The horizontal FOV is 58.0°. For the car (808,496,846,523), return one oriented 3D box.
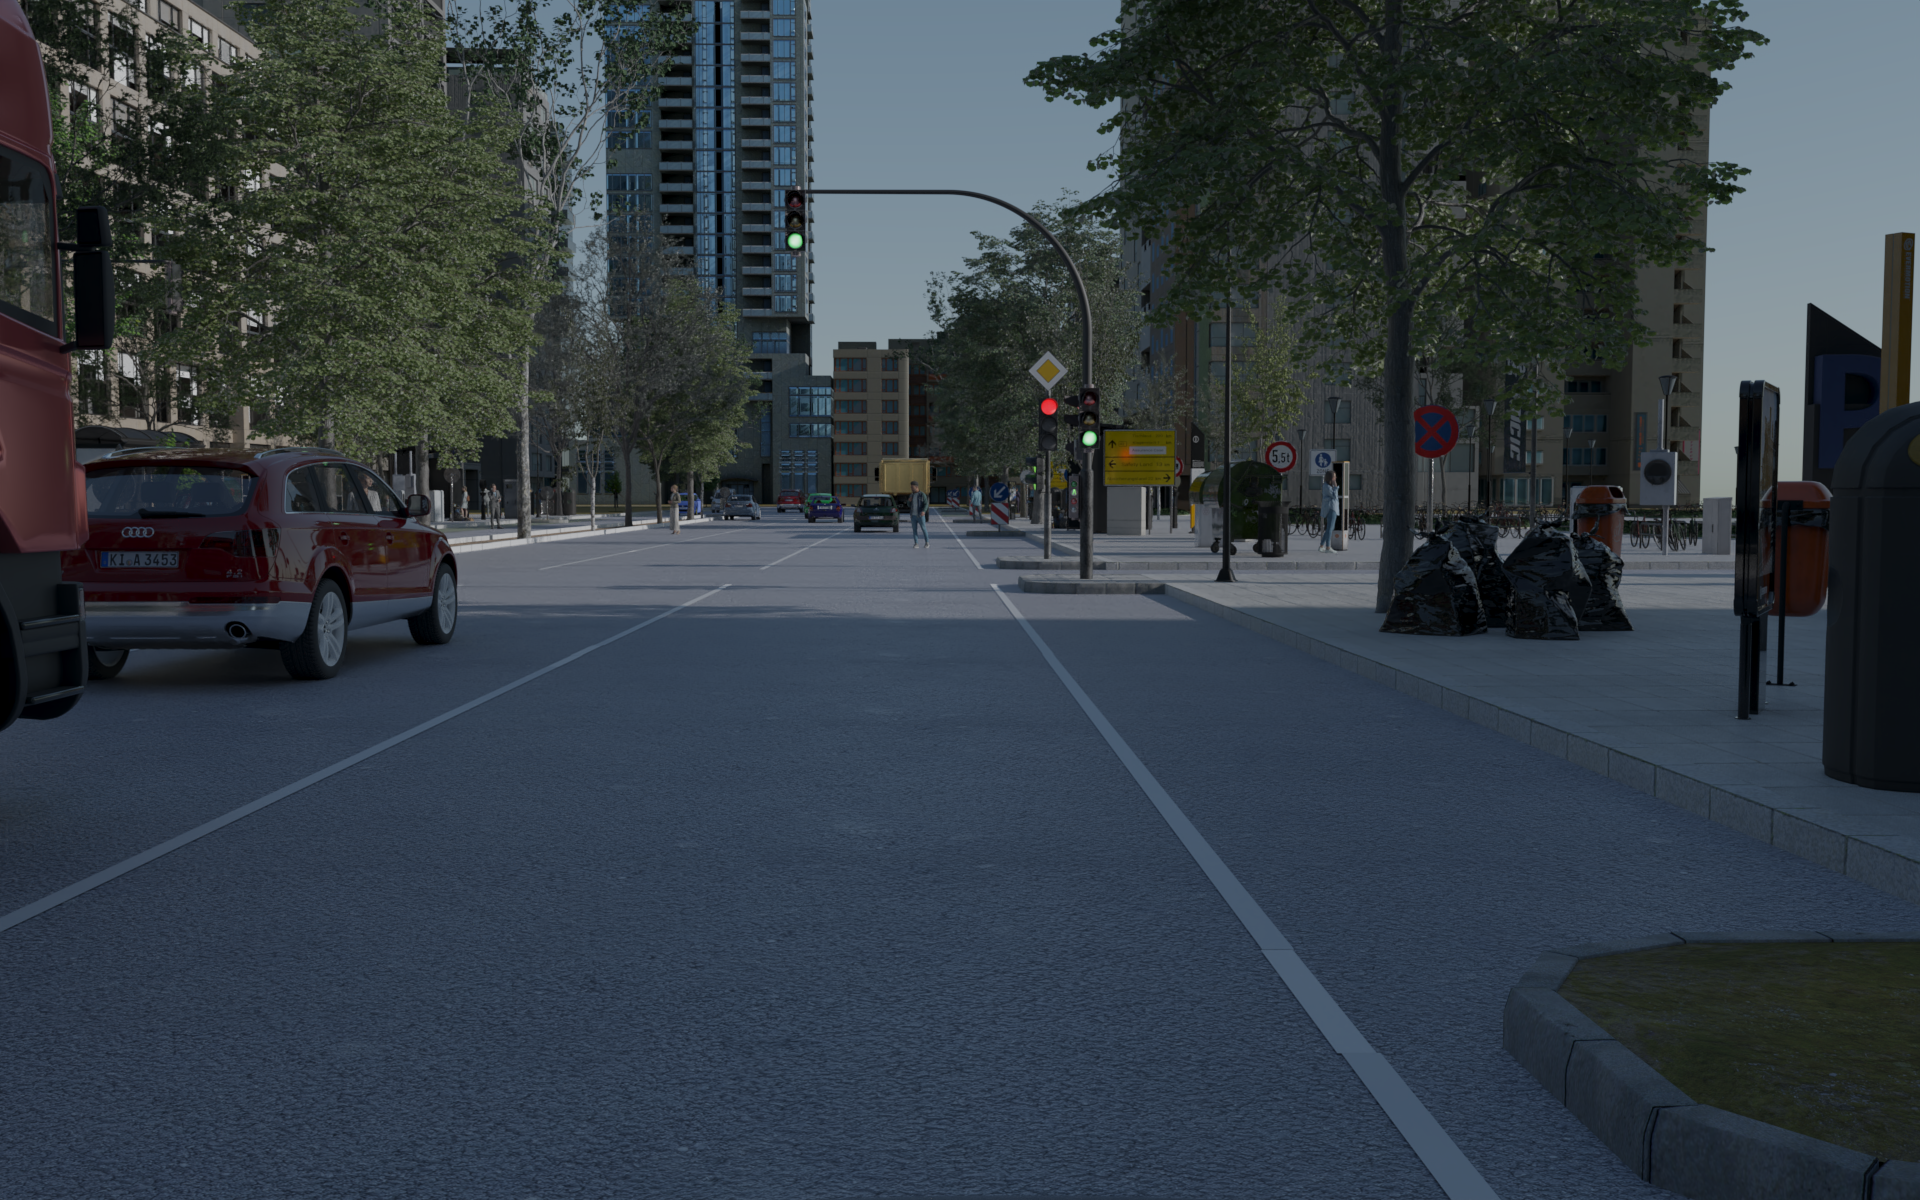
[{"bbox_3d":[-6.711,-4.553,87.028,1.945,1.354,3.894,0,4,-2],"label":"car"}]

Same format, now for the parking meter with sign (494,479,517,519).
[{"bbox_3d":[-23.238,-5.709,89.608,1.738,3.016,0.543,-1,4,-9],"label":"parking meter with sign"}]

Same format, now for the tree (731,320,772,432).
[{"bbox_3d":[-26.026,-20.079,184.185,12.611,20.169,13.585,0,3,0],"label":"tree"}]

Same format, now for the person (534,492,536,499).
[{"bbox_3d":[-28.639,-6.662,118.160,0.799,1.438,0.628,-3,5,-39],"label":"person"}]

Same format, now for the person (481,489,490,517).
[{"bbox_3d":[-27.082,-5.658,98.732,0.466,1.800,0.511,3,5,41],"label":"person"}]

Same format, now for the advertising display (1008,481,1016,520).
[{"bbox_3d":[2.601,-4.982,86.673,0.123,1.923,0.974,1,4,22],"label":"advertising display"}]

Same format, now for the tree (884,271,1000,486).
[{"bbox_3d":[0.006,-17.904,148.625,12.611,20.169,13.585,0,3,0],"label":"tree"}]

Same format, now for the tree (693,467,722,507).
[{"bbox_3d":[-24.765,-11.354,169.350,4.285,4.588,4.351,0,3,0],"label":"tree"}]

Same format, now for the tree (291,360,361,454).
[{"bbox_3d":[-32.216,-8.449,88.502,4.737,8.622,4.395,0,3,0],"label":"tree"}]

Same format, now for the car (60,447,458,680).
[{"bbox_3d":[-5.888,-0.381,14.902,2.281,1.827,5.304,0,4,-1],"label":"car"}]

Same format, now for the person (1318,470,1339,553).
[{"bbox_3d":[8.018,-1.919,37.676,0.793,1.790,0.793,-1,4,-22],"label":"person"}]

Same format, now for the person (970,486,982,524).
[{"bbox_3d":[0.796,-4.650,84.387,0.638,1.841,0.748,-1,4,-22],"label":"person"}]

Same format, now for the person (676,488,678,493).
[{"bbox_3d":[-16.213,-5.498,98.660,0.793,1.790,0.793,-1,4,-14],"label":"person"}]

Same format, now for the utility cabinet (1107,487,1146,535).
[{"bbox_3d":[5.110,-2.721,53.171,1.173,1.500,0.318,2,4,32],"label":"utility cabinet"}]

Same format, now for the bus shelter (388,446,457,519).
[{"bbox_3d":[-26.815,-5.830,86.603,1.731,3.624,6.357,0,4,-1],"label":"bus shelter"}]

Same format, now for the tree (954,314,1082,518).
[{"bbox_3d":[3.526,-10.267,93.618,9.928,11.665,9.643,0,3,0],"label":"tree"}]

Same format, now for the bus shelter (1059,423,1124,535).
[{"bbox_3d":[4.343,-4.077,57.942,1.731,3.624,6.357,0,4,-1],"label":"bus shelter"}]

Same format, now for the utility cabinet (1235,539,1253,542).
[{"bbox_3d":[7.634,-2.318,46.573,0.318,1.500,1.173,1,4,20],"label":"utility cabinet"}]

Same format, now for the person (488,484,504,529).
[{"bbox_3d":[-18.939,-3.818,70.724,0.447,1.846,0.655,3,5,40],"label":"person"}]

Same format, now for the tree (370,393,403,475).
[{"bbox_3d":[-32.231,-8.833,94.785,4.360,8.622,3.978,0,3,0],"label":"tree"}]

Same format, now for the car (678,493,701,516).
[{"bbox_3d":[-18.203,-6.459,115.188,1.945,1.707,3.694,0,4,-2],"label":"car"}]

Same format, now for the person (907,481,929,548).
[{"bbox_3d":[-1.124,-2.271,45.985,0.623,1.781,0.721,1,4,16],"label":"person"}]

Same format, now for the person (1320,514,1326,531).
[{"bbox_3d":[12.743,-3.268,59.664,0.728,1.800,0.709,1,4,19],"label":"person"}]

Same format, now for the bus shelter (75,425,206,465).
[{"bbox_3d":[-25.402,-3.644,53.498,2.014,3.302,5.546,0,4,-1],"label":"bus shelter"}]

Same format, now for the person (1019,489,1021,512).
[{"bbox_3d":[4.222,-6.933,119.957,0.990,1.755,0.434,0,4,-8],"label":"person"}]

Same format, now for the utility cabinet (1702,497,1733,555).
[{"bbox_3d":[16.174,-1.582,37.032,0.306,1.237,1.020,0,4,6],"label":"utility cabinet"}]

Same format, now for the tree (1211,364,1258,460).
[{"bbox_3d":[14.933,-9.074,98.717,4.360,8.622,3.978,0,3,0],"label":"tree"}]

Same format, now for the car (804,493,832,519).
[{"bbox_3d":[-8.154,-5.672,101.540,1.959,1.807,4.718,0,4,-2],"label":"car"}]

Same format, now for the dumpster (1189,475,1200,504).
[{"bbox_3d":[7.429,-2.872,49.456,1.502,2.255,1.985,0,4,-1],"label":"dumpster"}]

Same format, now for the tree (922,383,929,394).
[{"bbox_3d":[2.739,-12.386,109.169,9.857,13.997,8.962,0,3,0],"label":"tree"}]

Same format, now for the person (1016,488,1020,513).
[{"bbox_3d":[3.701,-6.545,113.975,0.541,1.710,0.530,3,5,39],"label":"person"}]

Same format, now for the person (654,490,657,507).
[{"bbox_3d":[-29.812,-9.969,169.832,0.742,1.727,0.445,2,4,25],"label":"person"}]

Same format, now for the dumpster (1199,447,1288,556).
[{"bbox_3d":[6.070,-2.103,36.875,1.502,2.255,1.985,0,4,-1],"label":"dumpster"}]

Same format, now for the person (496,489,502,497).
[{"bbox_3d":[-40.872,-8.919,152.648,1.217,1.735,0.721,1,4,16],"label":"person"}]

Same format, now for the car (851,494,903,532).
[{"bbox_3d":[-3.177,-3.442,66.068,2.009,1.686,4.222,0,4,-2],"label":"car"}]

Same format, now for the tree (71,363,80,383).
[{"bbox_3d":[-32.049,-6.574,57.847,4.737,8.622,4.395,0,3,0],"label":"tree"}]

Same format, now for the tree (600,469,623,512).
[{"bbox_3d":[-24.453,-7.864,123.180,1.663,3.219,1.824,0,3,0],"label":"tree"}]

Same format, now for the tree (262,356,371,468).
[{"bbox_3d":[-30.736,-8.029,81.638,4.360,8.622,3.978,0,3,0],"label":"tree"}]

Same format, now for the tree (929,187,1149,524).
[{"bbox_3d":[3.350,-10.218,73.714,9.857,13.997,8.962,0,3,0],"label":"tree"}]

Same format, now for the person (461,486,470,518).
[{"bbox_3d":[-25.180,-4.952,88.007,0.522,1.701,0.512,-1,4,-13],"label":"person"}]

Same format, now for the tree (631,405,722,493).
[{"bbox_3d":[-25.290,-15.124,153.932,9.857,13.997,8.962,0,3,0],"label":"tree"}]

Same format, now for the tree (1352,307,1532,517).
[{"bbox_3d":[23.246,-9.077,82.823,8.767,10.594,7.601,0,4,6],"label":"tree"}]

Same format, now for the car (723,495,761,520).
[{"bbox_3d":[-12.090,-5.147,96.158,2.014,1.417,4.499,0,4,-1],"label":"car"}]

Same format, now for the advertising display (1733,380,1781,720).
[{"bbox_3d":[4.683,-0.304,10.183,0.123,1.923,0.974,2,4,31],"label":"advertising display"}]

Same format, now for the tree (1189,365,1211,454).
[{"bbox_3d":[9.691,-8.313,86.273,4.360,8.622,3.978,0,3,0],"label":"tree"}]

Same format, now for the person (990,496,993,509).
[{"bbox_3d":[2.625,-8.605,146.743,0.705,1.824,1.348,0,4,1],"label":"person"}]

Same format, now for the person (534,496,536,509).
[{"bbox_3d":[-36.820,-8.655,150.778,0.599,1.433,0.991,3,4,37],"label":"person"}]

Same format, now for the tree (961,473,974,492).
[{"bbox_3d":[1.645,-12.761,159.001,4.360,8.622,3.978,0,3,0],"label":"tree"}]

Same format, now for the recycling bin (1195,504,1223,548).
[{"bbox_3d":[6.067,-1.789,41.797,0.722,1.027,0.722,0,3,0],"label":"recycling bin"}]

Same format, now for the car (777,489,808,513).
[{"bbox_3d":[-13.004,-7.683,134.295,2.281,1.827,5.304,0,3,0],"label":"car"}]

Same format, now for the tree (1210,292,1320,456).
[{"bbox_3d":[11.031,-6.867,62.645,4.737,8.622,4.395,0,3,0],"label":"tree"}]

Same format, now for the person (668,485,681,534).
[{"bbox_3d":[-10.212,-3.223,61.751,0.362,1.759,0.519,-3,5,-44],"label":"person"}]

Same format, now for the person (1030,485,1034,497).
[{"bbox_3d":[4.185,-5.678,99.217,0.444,1.785,0.601,-2,4,-27],"label":"person"}]

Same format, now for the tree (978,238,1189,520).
[{"bbox_3d":[3.500,-6.079,49.750,4.360,8.622,3.978,0,3,0],"label":"tree"}]

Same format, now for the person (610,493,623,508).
[{"bbox_3d":[-32.660,-9.689,164.463,1.348,1.822,0.705,-1,4,-18],"label":"person"}]

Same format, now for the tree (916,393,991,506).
[{"bbox_3d":[0.926,-16.724,183.803,12.009,13.543,11.850,0,3,0],"label":"tree"}]
